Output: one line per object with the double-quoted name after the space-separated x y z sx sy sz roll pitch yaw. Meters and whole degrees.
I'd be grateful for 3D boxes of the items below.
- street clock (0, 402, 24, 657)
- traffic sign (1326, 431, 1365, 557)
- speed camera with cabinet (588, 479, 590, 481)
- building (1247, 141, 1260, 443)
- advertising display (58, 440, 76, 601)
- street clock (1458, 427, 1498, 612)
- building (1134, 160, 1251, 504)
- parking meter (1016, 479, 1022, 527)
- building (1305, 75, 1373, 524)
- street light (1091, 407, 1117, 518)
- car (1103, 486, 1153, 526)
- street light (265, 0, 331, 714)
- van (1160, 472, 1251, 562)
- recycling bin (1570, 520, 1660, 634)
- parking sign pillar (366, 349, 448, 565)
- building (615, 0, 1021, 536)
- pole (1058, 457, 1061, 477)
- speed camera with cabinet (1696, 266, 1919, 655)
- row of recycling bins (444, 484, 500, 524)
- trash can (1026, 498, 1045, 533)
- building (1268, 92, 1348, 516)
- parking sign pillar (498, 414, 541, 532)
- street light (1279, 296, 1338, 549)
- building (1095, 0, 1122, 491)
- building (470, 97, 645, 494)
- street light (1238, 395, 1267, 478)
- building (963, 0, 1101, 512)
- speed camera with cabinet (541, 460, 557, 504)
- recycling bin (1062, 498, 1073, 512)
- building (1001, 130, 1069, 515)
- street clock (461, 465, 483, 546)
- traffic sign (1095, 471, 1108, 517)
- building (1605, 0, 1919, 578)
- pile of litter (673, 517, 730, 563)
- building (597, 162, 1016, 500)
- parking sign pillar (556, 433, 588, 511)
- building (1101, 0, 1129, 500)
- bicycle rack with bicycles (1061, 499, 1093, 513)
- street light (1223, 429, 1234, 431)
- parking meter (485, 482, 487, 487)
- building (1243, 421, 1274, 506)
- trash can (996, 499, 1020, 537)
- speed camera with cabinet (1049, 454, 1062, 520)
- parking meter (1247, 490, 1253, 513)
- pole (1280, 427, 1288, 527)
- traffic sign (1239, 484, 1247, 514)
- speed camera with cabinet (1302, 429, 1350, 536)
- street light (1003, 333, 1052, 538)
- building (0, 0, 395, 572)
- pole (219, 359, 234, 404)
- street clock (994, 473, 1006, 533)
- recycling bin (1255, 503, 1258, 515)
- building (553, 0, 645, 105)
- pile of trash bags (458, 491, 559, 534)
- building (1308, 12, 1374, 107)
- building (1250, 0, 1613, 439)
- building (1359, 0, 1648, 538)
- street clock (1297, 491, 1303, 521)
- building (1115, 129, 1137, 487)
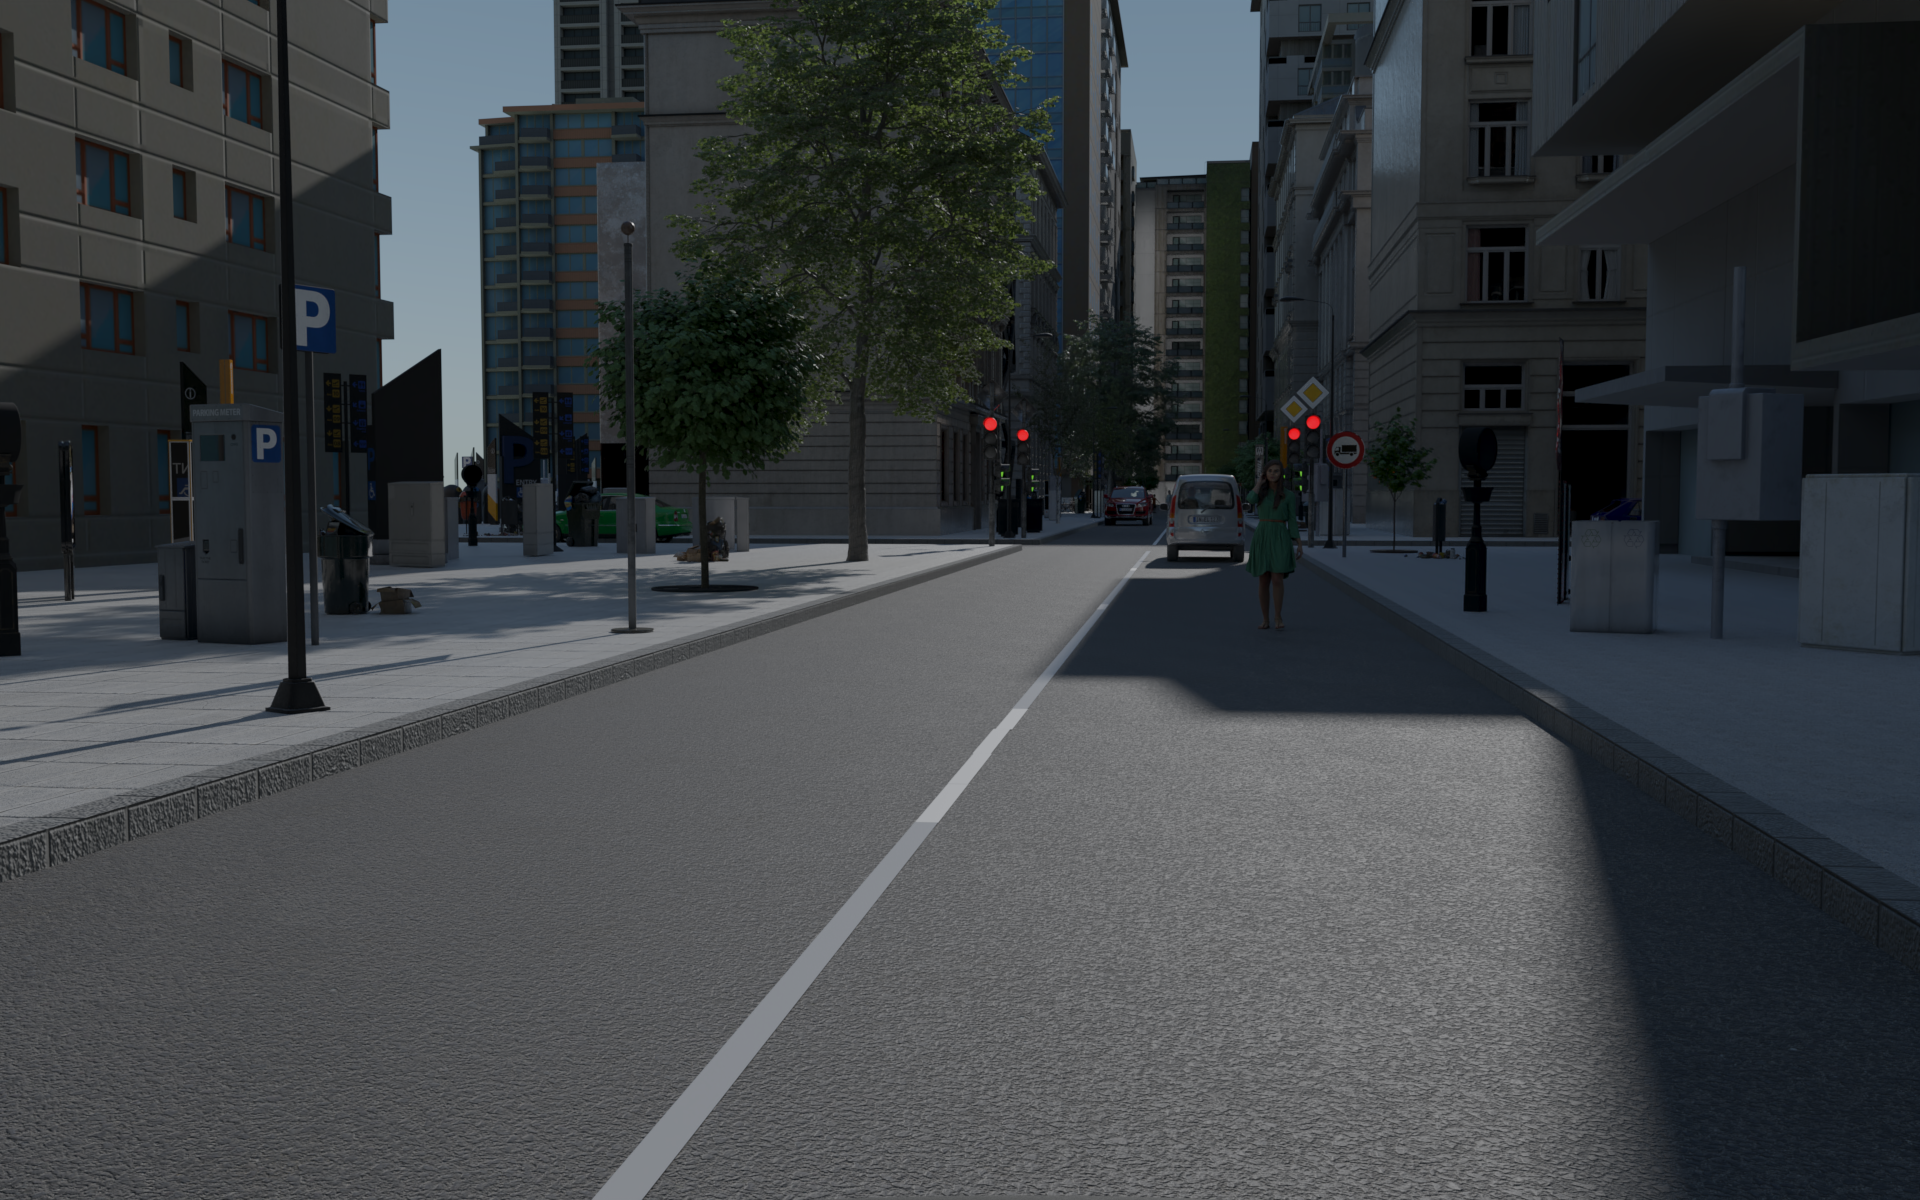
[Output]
-7.581 -0.558 13.688 0.358 2.002 0.471 -3 5 -43 "street clock"
7.794 -2.137 35.052 0.768 2.556 0.104 1 4 13 "traffic sign"
-23.012 -6.643 102.941 2.038 3.252 0.660 2 4 25 "speed camera with cabinet"
42.840 -34.482 213.896 14.200 45.320 14.600 0 4 8 "building"
-10.880 -0.973 21.120 0.123 1.923 0.974 -2 4 -25 "advertising display"
5.630 -0.874 18.868 0.358 2.002 0.471 3 5 44 "street clock"
28.769 -32.533 215.501 14.086 41.232 14.154 0 4 8 "building"
2.346 -3.724 66.594 0.255 1.863 0.399 3 5 42 "parking meter"
24.399 -14.883 85.139 13.314 21.916 24.055 0 4 8 "building"
7.678 -7.332 92.411 1.470 5.913 1.316 0 4 8 "street light"
7.818 -4.363 80.012 2.281 1.827 5.304 1 4 9 "car"
-3.387 -2.291 10.003 1.470 5.913 1.316 0 4 8 "street light"
5.392 -1.900 38.083 2.013 2.044 4.112 0 4 8 "van"
6.152 -0.227 16.265 0.722 1.027 0.722 2 4 26 "recycling bin"
-10.209 -2.655 31.875 1.447 3.967 1.447 -3 5 -41 "parking sign pillar"
-4.047 -12.089 62.281 10.561 19.102 19.286 0 4 8 "building"
5.496 -6.236 95.795 0.158 3.312 0.155 0 3 0 "pole"
7.267 -1.242 14.643 0.660 3.252 2.038 -2 4 -27 "speed camera with cabinet"
-20.599 -4.128 74.599 3.534 1.692 1.069 -3 4 -38 "row of recycling bins"
2.442 -2.807 57.545 0.748 1.137 0.748 0 3 0 "trash can"
26.210 -19.110 109.708 12.463 27.353 25.104 0 4 8 "building"
-14.772 -4.261 58.141 1.447 3.967 1.447 -2 4 -27 "parking sign pillar"
8.206 -4.175 40.806 1.470 5.913 1.316 0 4 8 "street light"
2.336 -32.759 155.221 23.786 49.044 30.456 0 4 8 "building"
-37.977 -33.007 194.291 28.867 44.769 22.147 0 4 8 "building"
13.823 -6.662 81.457 1.470 5.913 1.316 0 4 8 "street light"
3.418 -29.507 132.557 14.600 45.320 14.200 0 4 8 "building"
-23.659 -6.527 101.044 2.038 3.252 0.660 -3 4 -36 "speed camera with cabinet"
7.747 -6.874 124.945 0.722 1.027 0.722 1 4 13 "recycling bin"
0.250 -16.820 103.891 11.050 23.489 19.941 0 4 8 "building"
-12.038 -2.335 42.742 0.471 2.002 0.358 -2 4 -32 "street clock"
7.692 -5.797 94.778 0.884 2.594 0.081 1 4 11 "traffic sign"
24.035 -26.482 22.212 28.713 52.752 27.495 0 4 8 "building"
-4.940 -1.176 33.194 1.176 0.858 1.719 1 4 10 "pile of litter"
-5.954 -13.045 80.730 16.820 18.784 16.811 0 4 8 "building"
-16.978 -5.341 75.804 1.447 3.967 1.447 -1 4 -22 "parking sign pillar"
3.598 -36.491 185.868 27.495 52.752 28.713 0 4 8 "building"
7.706 -6.424 118.415 2.925 0.926 2.852 -1 4 -11 "bicycle rack with bicycles"
19.456 -9.250 123.785 1.470 5.913 1.316 0 4 8 "street light"
-23.861 -4.962 86.841 0.255 1.863 0.399 -1 4 -16 "parking meter"
40.612 -45.603 183.858 20.563 71.187 20.611 0 4 8 "building"
1.453 -2.476 52.138 0.748 1.137 0.748 0 3 0 "trash can"
4.675 -5.544 84.979 0.660 3.252 2.038 0 4 5 "speed camera with cabinet"
19.448 -6.740 115.909 0.399 1.863 0.255 1 4 9 "parking meter"
9.781 -3.579 52.367 0.158 3.312 0.155 0 3 0 "pole"
18.144 -6.716 109.816 0.884 2.594 0.081 1 4 14 "traffic sign"
11.246 -3.597 53.151 0.660 3.252 2.038 3 5 41 "speed camera with cabinet"
1.969 -4.749 50.192 1.470 5.913 1.316 0 4 8 "street light"
-29.827 -11.295 29.719 28.899 21.520 27.650 0 4 8 "building"
-11.128 -1.989 26.356 0.158 3.312 0.155 0 3 0 "pole"
1.308 -3.257 57.815 0.471 2.002 0.358 -1 4 -8 "street clock"
18.411 -5.672 105.298 0.722 1.027 0.722 3 5 43 "recycling bin"
-40.208 -48.276 227.571 20.611 71.187 20.563 0 4 8 "building"
-14.421 -2.814 55.758 3.447 1.369 1.912 0 4 0 "pile of trash bags"
40.152 -27.084 134.706 32.217 40.220 23.993 0 4 8 "building"
41.548 -34.913 160.066 28.713 52.752 27.495 0 4 8 "building"
28.544 -13.624 56.034 30.059 22.955 16.112 0 4 8 "building"
16.345 -4.798 83.011 0.358 2.002 0.471 3 4 36 "street clock"
11.536 -36.530 220.966 21.600 48.544 21.300 0 4 8 "building"
